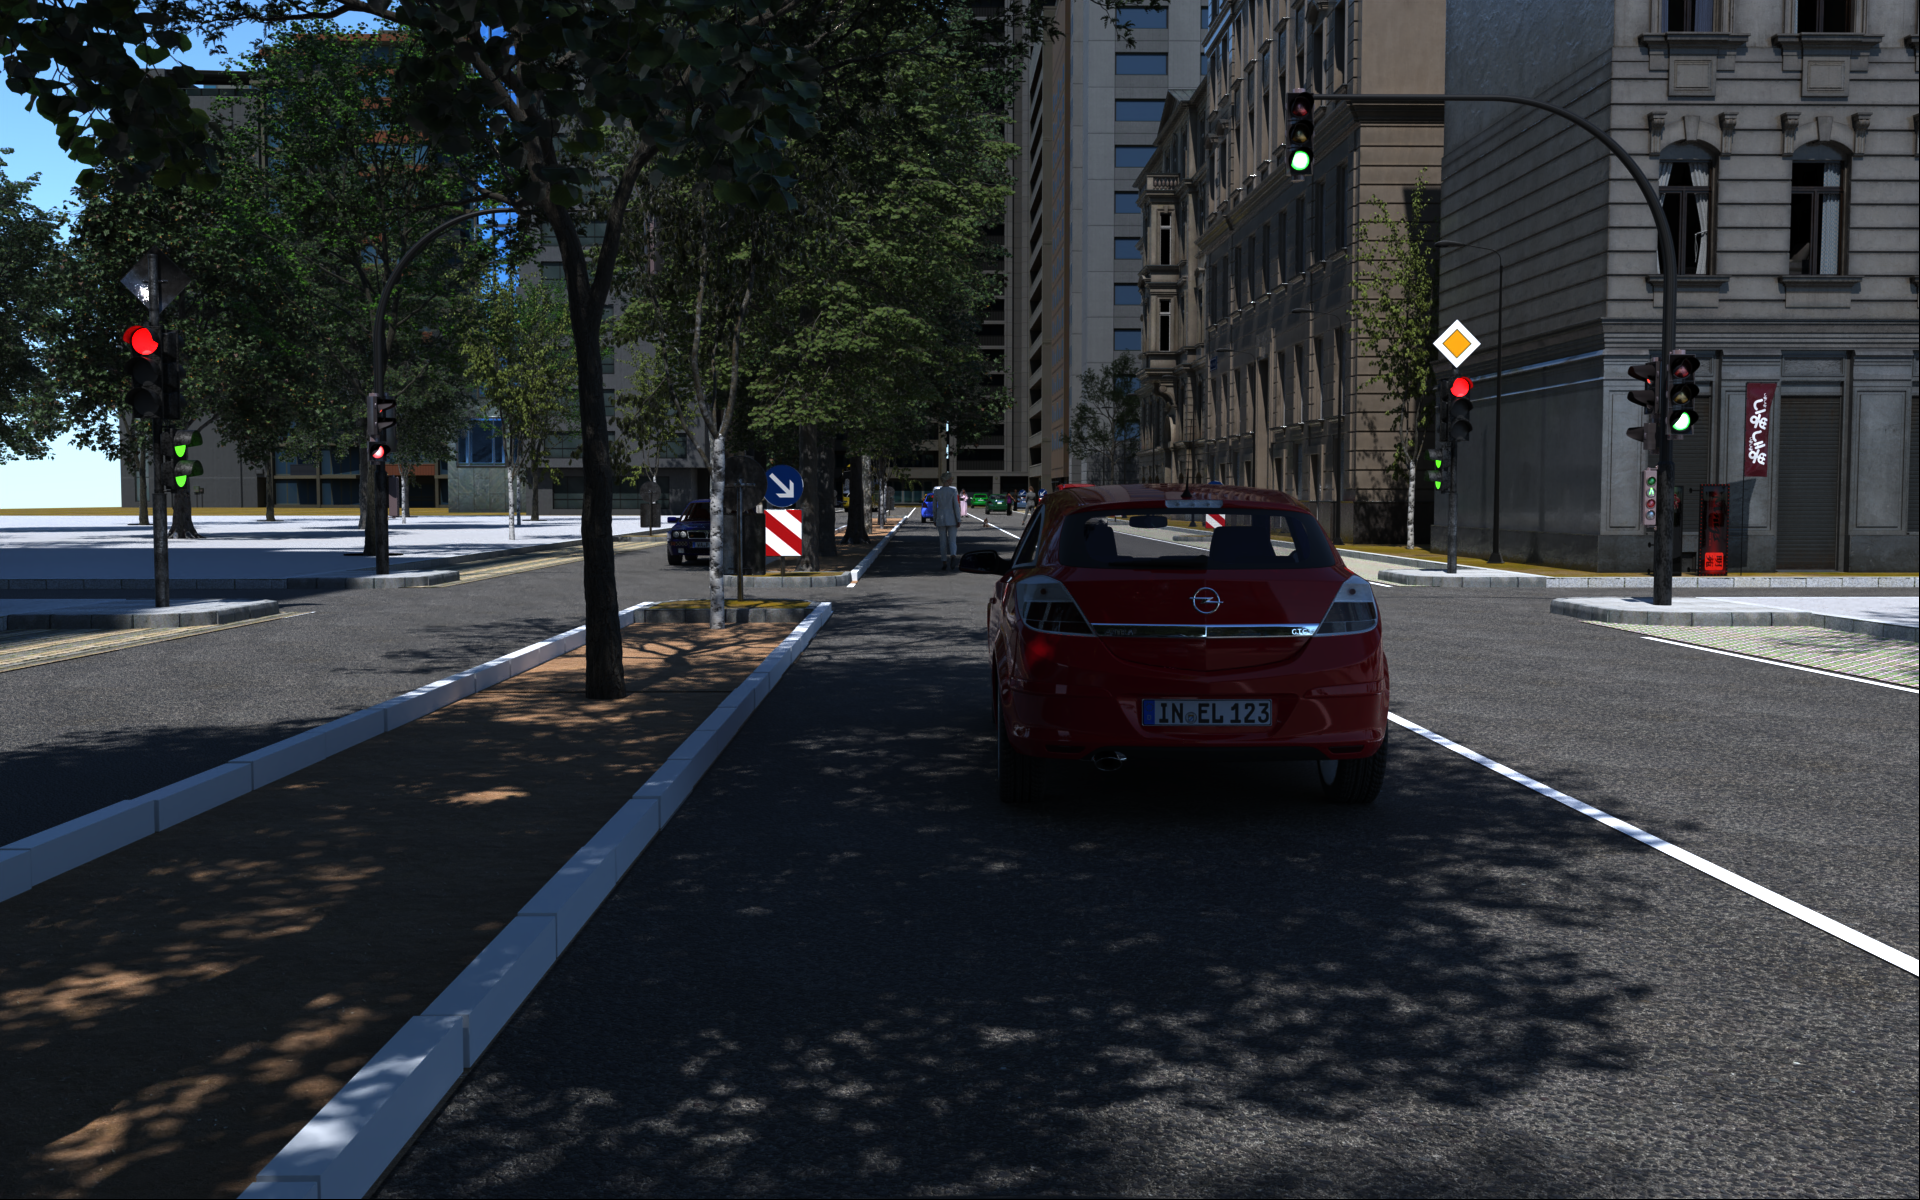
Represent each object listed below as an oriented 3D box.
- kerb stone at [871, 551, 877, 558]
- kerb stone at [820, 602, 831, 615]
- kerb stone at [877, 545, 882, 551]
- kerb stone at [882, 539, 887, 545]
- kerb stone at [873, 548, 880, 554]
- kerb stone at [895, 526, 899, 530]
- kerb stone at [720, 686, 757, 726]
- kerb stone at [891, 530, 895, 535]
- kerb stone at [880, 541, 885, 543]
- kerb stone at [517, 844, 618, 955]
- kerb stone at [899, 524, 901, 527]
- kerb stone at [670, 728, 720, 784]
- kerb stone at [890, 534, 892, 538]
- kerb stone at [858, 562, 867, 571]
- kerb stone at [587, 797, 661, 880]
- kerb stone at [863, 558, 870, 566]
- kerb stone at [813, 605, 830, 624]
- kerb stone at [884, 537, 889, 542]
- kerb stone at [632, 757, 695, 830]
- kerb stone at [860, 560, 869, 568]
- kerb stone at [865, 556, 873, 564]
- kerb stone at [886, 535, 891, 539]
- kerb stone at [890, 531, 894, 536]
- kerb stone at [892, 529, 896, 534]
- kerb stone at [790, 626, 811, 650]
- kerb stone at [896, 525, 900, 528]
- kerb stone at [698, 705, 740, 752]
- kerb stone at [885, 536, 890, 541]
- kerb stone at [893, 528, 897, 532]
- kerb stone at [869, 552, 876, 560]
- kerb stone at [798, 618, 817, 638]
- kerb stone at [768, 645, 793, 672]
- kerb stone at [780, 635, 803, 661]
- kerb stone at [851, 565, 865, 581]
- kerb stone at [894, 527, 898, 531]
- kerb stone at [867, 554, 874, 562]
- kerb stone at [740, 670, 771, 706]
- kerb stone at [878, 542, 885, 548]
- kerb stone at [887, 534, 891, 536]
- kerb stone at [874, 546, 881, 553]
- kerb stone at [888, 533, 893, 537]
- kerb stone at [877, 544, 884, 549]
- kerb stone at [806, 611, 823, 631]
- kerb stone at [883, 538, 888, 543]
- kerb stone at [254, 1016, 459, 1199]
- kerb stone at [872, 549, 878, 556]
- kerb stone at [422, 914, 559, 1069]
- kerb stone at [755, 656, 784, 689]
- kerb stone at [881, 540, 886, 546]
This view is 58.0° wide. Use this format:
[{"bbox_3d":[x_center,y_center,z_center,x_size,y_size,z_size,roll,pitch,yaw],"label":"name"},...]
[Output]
[{"bbox_3d":[-1.903,-0.912,37.100,0.120,0.150,1.000,0,4,-1],"label":"kerb stone"},{"bbox_3d":[-1.583,0.132,20.157,0.120,0.150,1.000,0,4,-1],"label":"kerb stone"},{"bbox_3d":[-1.991,-1.164,41.219,0.120,0.150,1.000,0,4,-1],"label":"kerb stone"},{"bbox_3d":[-2.082,-1.473,46.340,0.120,0.150,1.000,0,4,-1],"label":"kerb stone"},{"bbox_3d":[-1.941,-1.037,39.154,0.120,0.150,1.000,0,4,-1],"label":"kerb stone"},{"bbox_3d":[-2.416,-2.543,63.766,0.120,0.150,1.000,0,4,-1],"label":"kerb stone"},{"bbox_3d":[-1.412,0.688,10.942,0.120,0.150,1.000,0,4,-1],"label":"kerb stone"},{"bbox_3d":[-2.278,-2.103,56.585,0.120,0.150,1.000,0,4,-1],"label":"kerb stone"},{"bbox_3d":[-2.050,-1.351,44.292,0.120,0.150,1.000,0,4,-1],"label":"kerb stone"},{"bbox_3d":[-1.305,1.003,5.810,0.120,0.150,1.000,0,4,-1],"label":"kerb stone"},{"bbox_3d":[-2.514,-2.854,68.888,0.120,0.150,1.000,0,4,-1],"label":"kerb stone"},{"bbox_3d":[-1.367,0.814,8.890,0.120,0.150,1.000,0,4,-1],"label":"kerb stone"},{"bbox_3d":[-2.201,-1.850,52.484,0.120,0.150,1.000,0,4,-1],"label":"kerb stone"},{"bbox_3d":[-1.788,-0.535,30.949,0.120,0.150,1.000,0,4,-1],"label":"kerb stone"},{"bbox_3d":[-1.328,0.948,6.839,0.120,0.150,1.000,0,4,-1],"label":"kerb stone"},{"bbox_3d":[-1.834,-0.661,33.002,0.120,0.150,1.000,0,4,-1],"label":"kerb stone"},{"bbox_3d":[-1.555,0.187,19.135,0.120,0.150,1.000,0,4,-1],"label":"kerb stone"},{"bbox_3d":[-2.120,-1.600,48.386,0.120,0.150,1.000,0,4,-1],"label":"kerb stone"},{"bbox_3d":[-1.341,0.877,7.861,0.120,0.150,1.000,0,4,-1],"label":"kerb stone"},{"bbox_3d":[-1.805,-0.598,31.977,0.120,0.150,1.000,0,4,-1],"label":"kerb stone"},{"bbox_3d":[-1.841,-0.722,34.029,0.120,0.150,1.000,0,4,-1],"label":"kerb stone"},{"bbox_3d":[-2.161,-1.727,50.436,0.120,0.150,1.000,0,4,-1],"label":"kerb stone"},{"bbox_3d":[-2.259,-2.037,55.562,0.120,0.150,1.000,0,4,-1],"label":"kerb stone"},{"bbox_3d":[-2.311,-2.229,58.632,0.120,0.150,1.000,0,4,-1],"label":"kerb stone"},{"bbox_3d":[-1.500,0.376,16.054,0.120,0.150,1.000,0,4,-1],"label":"kerb stone"},{"bbox_3d":[-2.451,-2.668,65.810,0.120,0.150,1.000,0,4,-1],"label":"kerb stone"},{"bbox_3d":[-1.387,0.751,9.913,0.120,0.150,1.000,0,4,-1],"label":"kerb stone"},{"bbox_3d":[-2.145,-1.665,49.414,0.120,0.150,1.000,0,4,-1],"label":"kerb stone"},{"bbox_3d":[-2.336,-2.291,59.655,0.120,0.150,1.000,0,4,-1],"label":"kerb stone"},{"bbox_3d":[-1.882,-0.848,36.078,0.120,0.150,1.000,0,4,-1],"label":"kerb stone"},{"bbox_3d":[-1.527,0.315,17.076,0.120,0.150,1.000,0,4,-1],"label":"kerb stone"},{"bbox_3d":[-1.469,0.501,14.010,0.120,0.150,1.000,0,4,-1],"label":"kerb stone"},{"bbox_3d":[-1.482,0.438,15.032,0.120,0.150,1.000,0,4,-1],"label":"kerb stone"},{"bbox_3d":[-1.770,-0.472,29.927,0.120,0.150,1.000,0,4,-1],"label":"kerb stone"},{"bbox_3d":[-2.385,-2.417,61.718,0.120,0.150,1.000,0,4,-1],"label":"kerb stone"},{"bbox_3d":[-1.873,-0.783,35.056,0.120,0.150,1.000,0,4,-1],"label":"kerb stone"},{"bbox_3d":[-1.427,0.630,11.967,0.120,0.150,1.000,0,4,-1],"label":"kerb stone"},{"bbox_3d":[-2.020,-1.289,43.263,0.120,0.150,1.000,0,4,-1],"label":"kerb stone"},{"bbox_3d":[-2.181,-1.790,51.458,0.120,0.150,1.000,0,4,-1],"label":"kerb stone"},{"bbox_3d":[-1.969,-1.098,40.187,0.120,0.150,1.000,0,4,-1],"label":"kerb stone"},{"bbox_3d":[-2.229,-1.915,53.509,0.120,0.150,1.000,0,4,-1],"label":"kerb stone"},{"bbox_3d":[-2.000,-1.226,42.241,0.120,0.150,1.000,0,4,-1],"label":"kerb stone"},{"bbox_3d":[-1.546,0.252,18.103,0.120,0.150,1.000,0,4,-1],"label":"kerb stone"},{"bbox_3d":[-2.108,-1.539,47.364,0.120,0.150,1.000,0,4,-1],"label":"kerb stone"},{"bbox_3d":[-1.274,1.127,3.763,0.120,0.150,1.000,0,4,-1],"label":"kerb stone"},{"bbox_3d":[-1.930,-0.973,38.132,0.120,0.150,1.000,0,4,-1],"label":"kerb stone"},{"bbox_3d":[-1.285,1.070,4.789,0.120,0.150,1.000,0,4,-1],"label":"kerb stone"},{"bbox_3d":[-1.442,0.563,12.988,0.120,0.150,1.000,0,4,-1],"label":"kerb stone"},{"bbox_3d":[-2.067,-1.414,45.316,0.120,0.150,1.000,0,4,-1],"label":"kerb stone"}]
